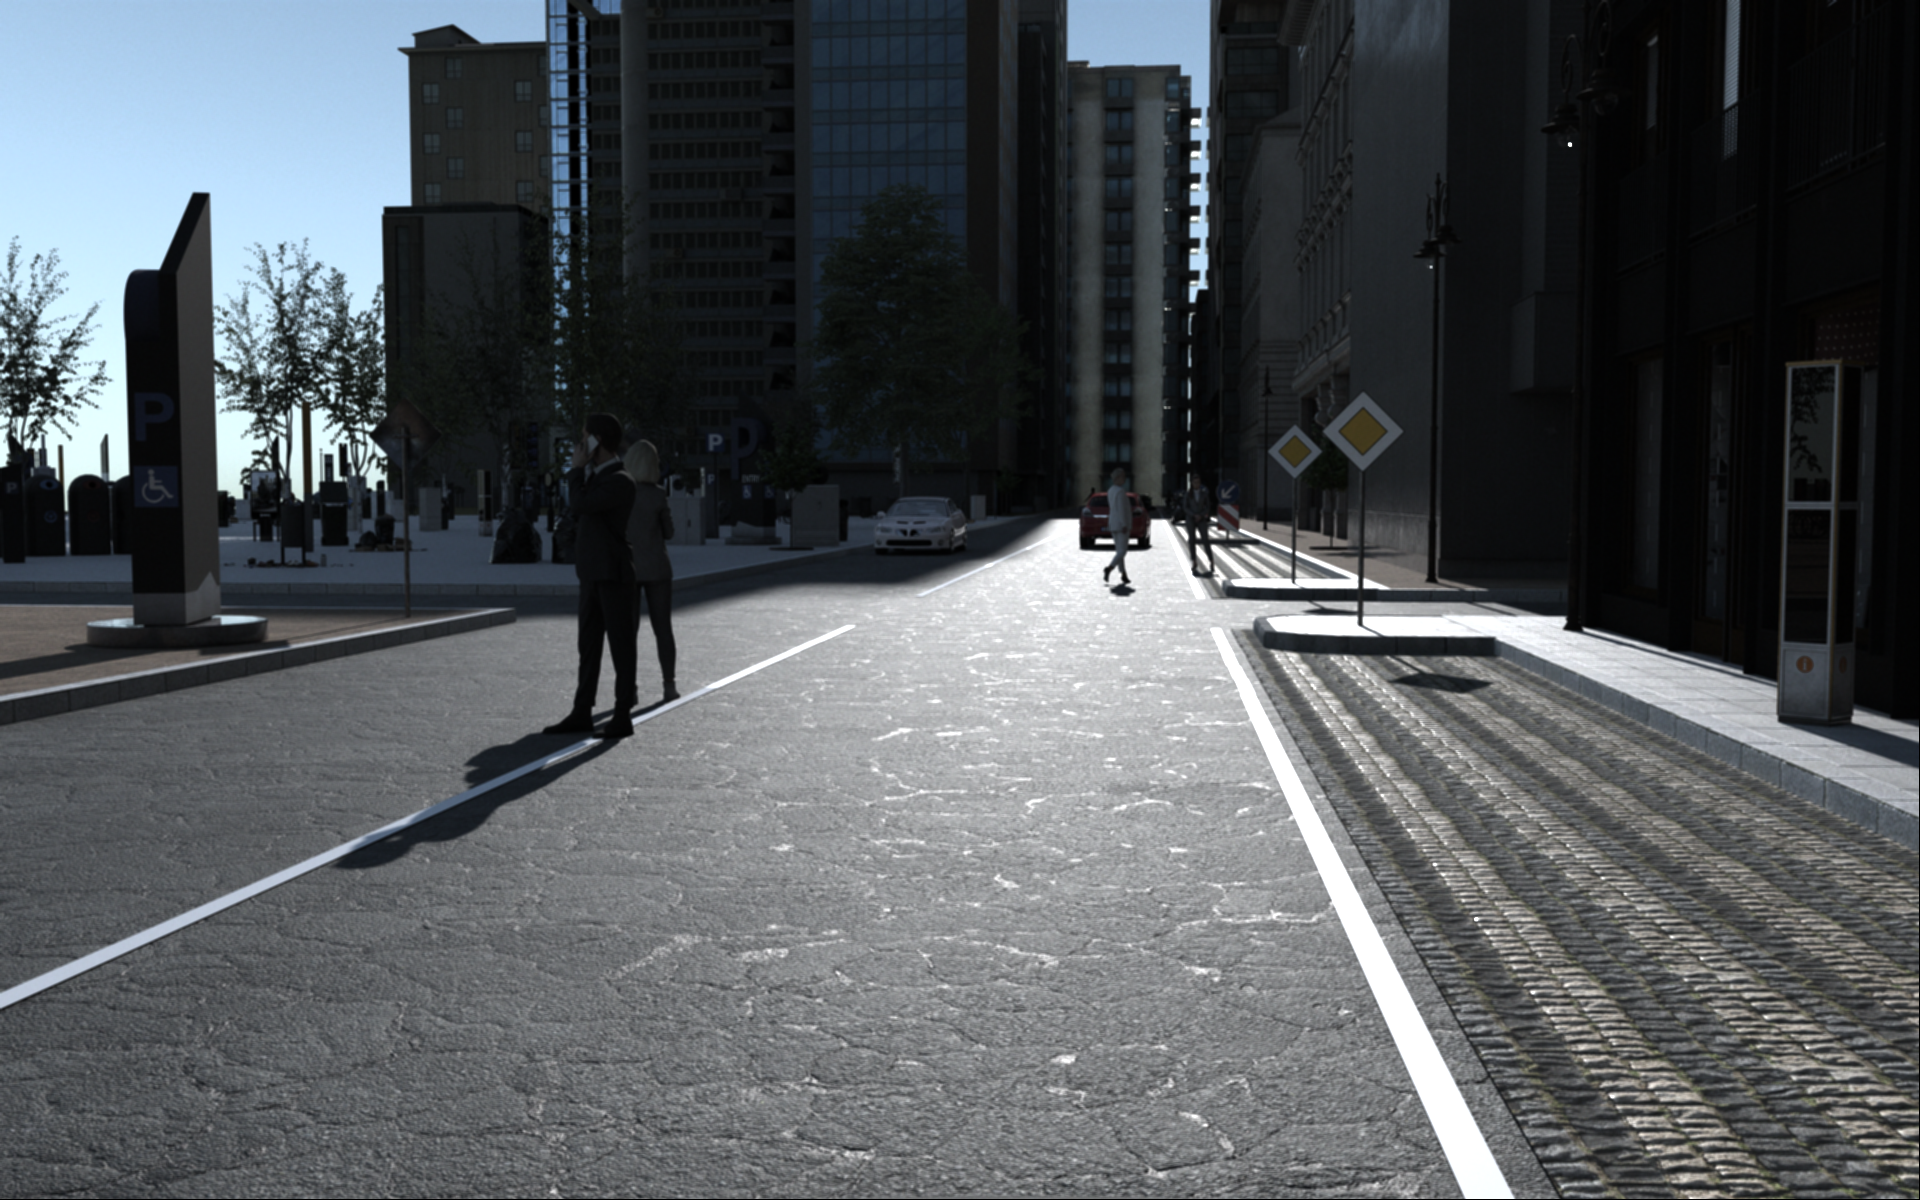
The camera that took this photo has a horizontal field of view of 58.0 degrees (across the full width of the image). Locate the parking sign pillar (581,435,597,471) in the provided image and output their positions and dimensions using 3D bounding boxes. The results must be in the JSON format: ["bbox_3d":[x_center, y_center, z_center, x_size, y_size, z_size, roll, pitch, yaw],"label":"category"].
[{"bbox_3d":[-16.173,-5.421,77.107,1.447,3.967,1.447,-2,4,-31],"label":"parking sign pillar"}]

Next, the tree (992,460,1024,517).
[{"bbox_3d":[2.547,-6.384,98.985,1.663,3.219,1.824,0,3,0],"label":"tree"}]

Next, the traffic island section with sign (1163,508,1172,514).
[{"bbox_3d":[15.985,-7.179,125.997,1.989,1.847,2.006,0,4,6],"label":"traffic island section with sign"}]

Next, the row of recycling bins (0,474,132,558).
[{"bbox_3d":[-18.676,-1.778,36.178,1.069,1.692,3.534,3,5,44],"label":"row of recycling bins"}]

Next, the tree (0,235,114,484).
[{"bbox_3d":[-27.218,-6.120,50.426,4.360,8.622,3.978,0,3,0],"label":"tree"}]

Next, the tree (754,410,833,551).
[{"bbox_3d":[-3.945,-2.767,39.845,1.663,3.219,1.824,0,3,0],"label":"tree"}]

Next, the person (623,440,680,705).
[{"bbox_3d":[-2.235,-0.202,11.984,0.537,1.800,0.526,0,4,4],"label":"person"}]

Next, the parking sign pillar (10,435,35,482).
[{"bbox_3d":[-43.070,-5.576,79.637,1.447,3.967,1.447,0,4,1],"label":"parking sign pillar"}]

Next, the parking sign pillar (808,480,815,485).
[{"bbox_3d":[-8.386,-6.625,96.798,1.447,3.967,1.447,-1,4,-15],"label":"parking sign pillar"}]

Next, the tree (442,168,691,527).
[{"bbox_3d":[-8.536,-5.489,40.102,4.737,8.622,4.395,0,3,0],"label":"tree"}]

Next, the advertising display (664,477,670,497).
[{"bbox_3d":[-11.389,-3.802,67.375,0.123,1.923,0.974,-1,4,-16],"label":"advertising display"}]

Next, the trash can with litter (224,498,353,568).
[{"bbox_3d":[-12.062,-1.206,30.771,2.233,1.210,1.678,2,4,25],"label":"trash can with litter"}]

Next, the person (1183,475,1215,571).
[{"bbox_3d":[4.467,-1.443,32.363,0.520,1.790,0.573,-1,4,-13],"label":"person"}]

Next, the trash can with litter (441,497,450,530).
[{"bbox_3d":[-18.835,-3.105,62.162,1.055,1.170,0.624,1,4,20],"label":"trash can with litter"}]

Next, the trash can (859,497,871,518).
[{"bbox_3d":[-5.115,-5.010,93.561,0.748,1.137,0.748,0,3,0],"label":"trash can"}]

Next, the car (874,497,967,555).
[{"bbox_3d":[-0.921,-1.847,42.556,2.083,1.381,4.827,0,4,7],"label":"car"}]

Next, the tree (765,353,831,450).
[{"bbox_3d":[-8.439,-8.546,90.095,4.360,8.622,3.978,0,3,0],"label":"tree"}]

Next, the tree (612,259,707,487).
[{"bbox_3d":[-9.665,-6.340,54.029,4.360,8.622,3.978,0,3,0],"label":"tree"}]

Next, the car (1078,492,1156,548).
[{"bbox_3d":[4.301,-2.366,47.717,2.155,1.783,4.494,1,4,8],"label":"car"}]

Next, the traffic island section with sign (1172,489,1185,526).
[{"bbox_3d":[10.582,-4.183,77.018,1.989,1.847,2.006,0,4,6],"label":"traffic island section with sign"}]

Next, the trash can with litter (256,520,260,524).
[{"bbox_3d":[-29.451,-3.804,73.578,1.055,1.170,0.624,-3,5,-44],"label":"trash can with litter"}]

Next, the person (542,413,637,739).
[{"bbox_3d":[-2.153,-0.143,10.197,0.474,1.900,0.648,-2,4,-32],"label":"person"}]

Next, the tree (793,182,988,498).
[{"bbox_3d":[-2.412,-8.906,63.748,7.486,12.596,7.792,0,3,0],"label":"tree"}]

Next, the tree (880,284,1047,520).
[{"bbox_3d":[0.202,-9.727,84.785,9.928,11.665,9.643,0,3,0],"label":"tree"}]

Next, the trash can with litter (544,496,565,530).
[{"bbox_3d":[-14.479,-3.131,62.242,1.678,1.210,2.233,0,4,-5],"label":"trash can with litter"}]

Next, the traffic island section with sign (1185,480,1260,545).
[{"bbox_3d":[7.567,-2.518,49.794,1.989,1.847,2.006,0,4,6],"label":"traffic island section with sign"}]

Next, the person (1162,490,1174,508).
[{"bbox_3d":[20.718,-9.982,171.723,1.348,1.823,0.705,1,4,20],"label":"person"}]

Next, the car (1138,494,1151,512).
[{"bbox_3d":[14.363,-7.918,139.238,2.009,1.686,4.222,0,4,7],"label":"car"}]

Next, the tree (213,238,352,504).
[{"bbox_3d":[-19.390,-6.041,49.133,4.360,8.622,3.978,0,3,0],"label":"tree"}]

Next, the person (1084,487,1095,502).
[{"bbox_3d":[8.053,-5.919,105.246,0.705,1.831,1.348,3,5,45],"label":"person"}]

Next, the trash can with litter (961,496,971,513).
[{"bbox_3d":[0.607,-5.276,97.648,1.055,1.170,0.624,0,4,-1],"label":"trash can with litter"}]

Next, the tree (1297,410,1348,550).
[{"bbox_3d":[8.617,-2.788,40.190,1.663,3.219,1.824,0,3,0],"label":"tree"}]

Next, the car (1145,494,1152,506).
[{"bbox_3d":[17.255,-9.497,164.077,1.959,1.807,4.718,0,4,6],"label":"car"}]

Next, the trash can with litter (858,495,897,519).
[{"bbox_3d":[-3.944,-4.842,90.216,2.233,1.210,1.678,0,4,5],"label":"trash can with litter"}]

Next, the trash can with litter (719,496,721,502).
[{"bbox_3d":[-12.920,-4.768,89.015,2.233,1.210,1.678,-3,5,-42],"label":"trash can with litter"}]

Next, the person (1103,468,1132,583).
[{"bbox_3d":[2.498,-1.179,27.661,0.818,1.842,0.514,-3,5,-43],"label":"person"}]

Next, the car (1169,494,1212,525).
[{"bbox_3d":[10.782,-4.348,80.881,2.009,1.686,4.222,0,4,5],"label":"car"}]

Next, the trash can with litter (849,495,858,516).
[{"bbox_3d":[-6.391,-5.430,99.839,2.233,1.210,1.678,0,4,-1],"label":"trash can with litter"}]

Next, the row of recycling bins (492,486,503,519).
[{"bbox_3d":[-24.079,-5.013,89.070,1.069,1.692,3.534,-2,4,-24],"label":"row of recycling bins"}]

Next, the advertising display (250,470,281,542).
[{"bbox_3d":[-18.774,-2.545,46.826,0.974,1.923,0.123,2,4,24],"label":"advertising display"}]

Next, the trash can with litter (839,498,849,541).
[{"bbox_3d":[-3.389,-2.193,47.241,0.624,1.170,1.055,-1,4,-16],"label":"trash can with litter"}]

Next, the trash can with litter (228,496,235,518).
[{"bbox_3d":[-38.428,-4.854,90.744,0.624,1.170,1.055,2,4,24],"label":"trash can with litter"}]

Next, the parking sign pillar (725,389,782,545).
[{"bbox_3d":[-5.255,-3.393,43.948,1.447,3.967,1.447,3,5,44],"label":"parking sign pillar"}]
